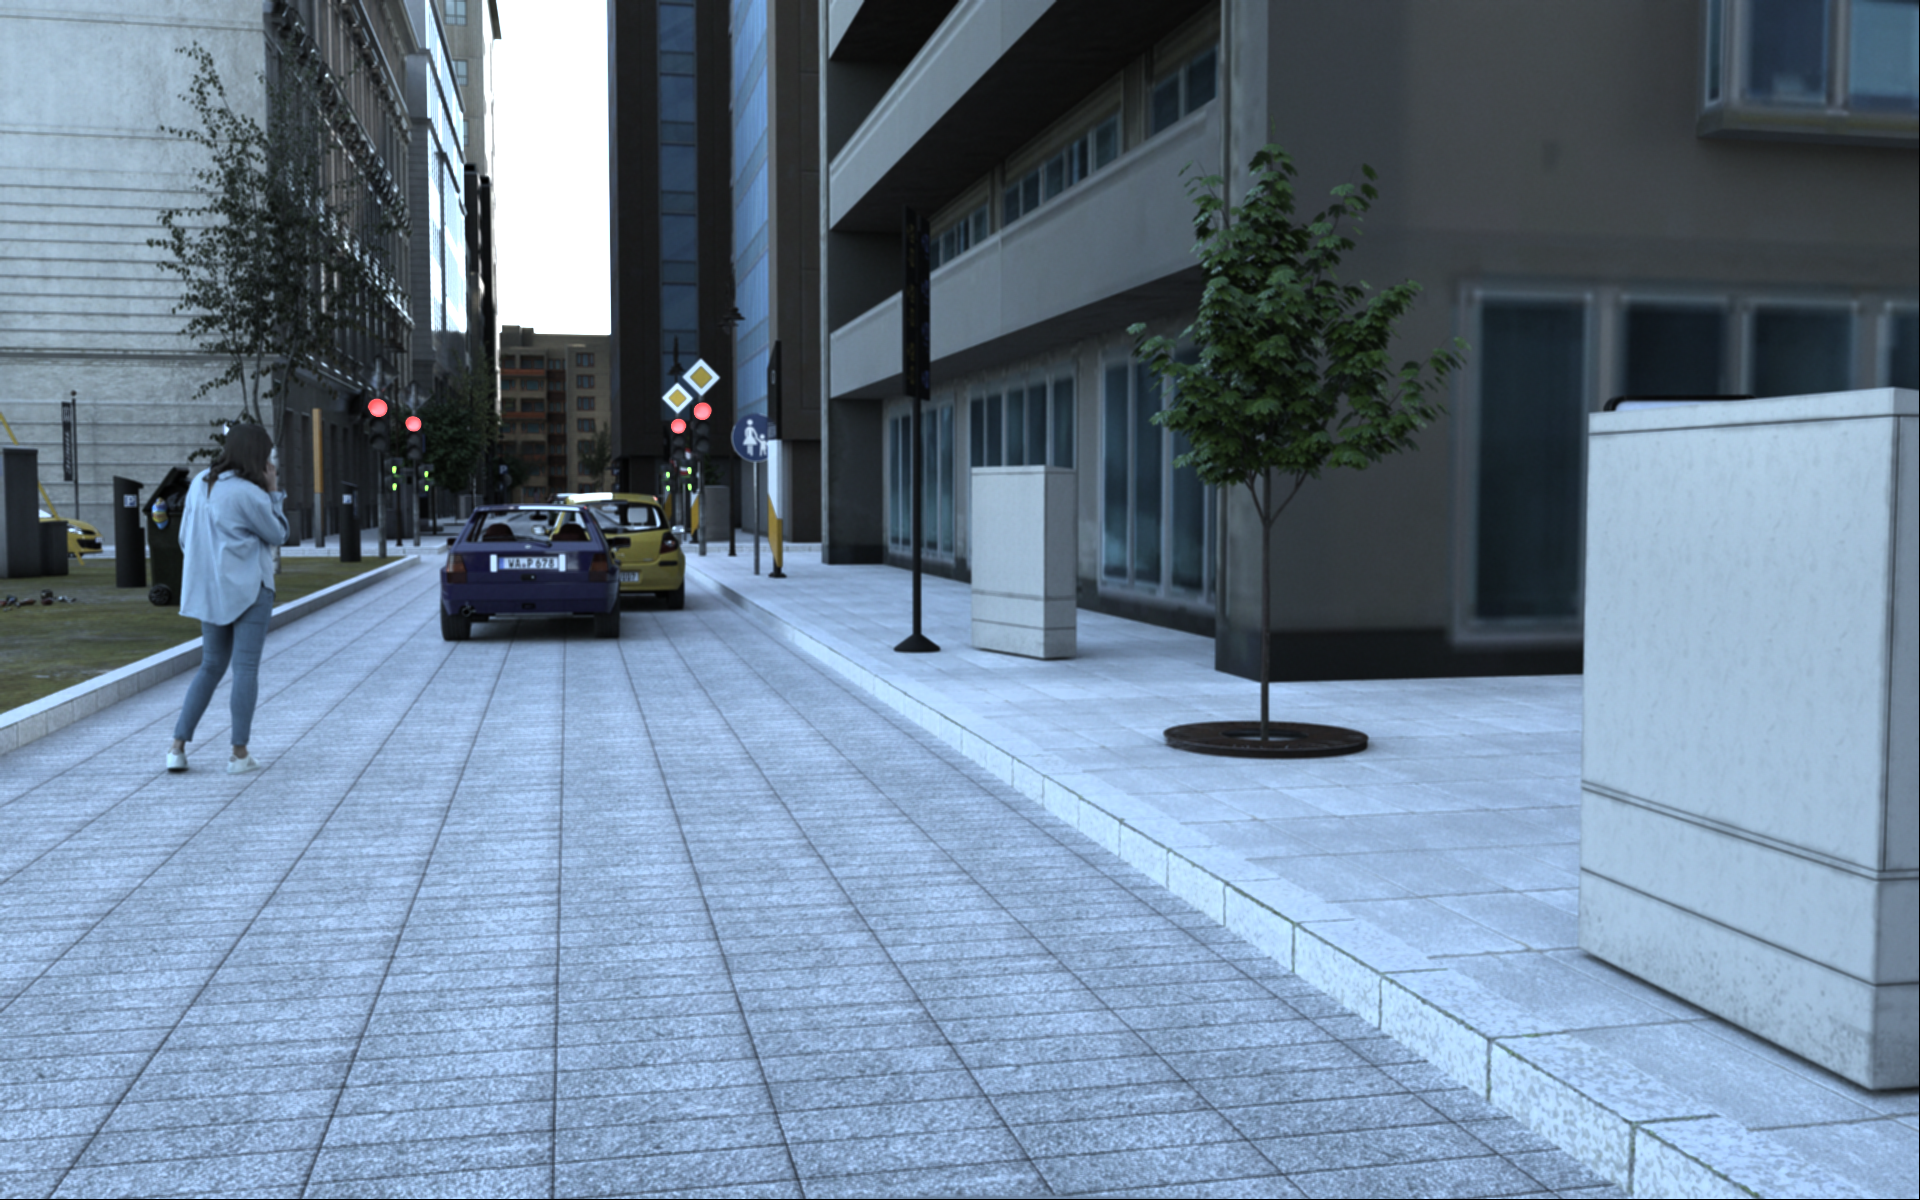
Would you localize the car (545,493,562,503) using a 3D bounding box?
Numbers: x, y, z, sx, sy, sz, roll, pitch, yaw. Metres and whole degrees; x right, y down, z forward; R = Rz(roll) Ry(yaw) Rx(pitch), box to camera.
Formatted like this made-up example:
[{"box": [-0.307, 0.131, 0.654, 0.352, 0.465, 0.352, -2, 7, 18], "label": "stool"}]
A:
[{"box": [-34.233, -8.472, 147.555, 2.155, 1.783, 4.494, -1, 4, -14], "label": "car"}]

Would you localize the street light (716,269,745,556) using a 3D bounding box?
[{"box": [-4.715, -3.848, 35.704, 0.468, 5.910, 1.993, -1, 4, -13], "label": "street light"}]

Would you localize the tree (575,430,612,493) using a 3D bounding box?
[{"box": [-40.345, -14.837, 192.954, 4.360, 8.622, 3.978, 0, 3, 0], "label": "tree"}]

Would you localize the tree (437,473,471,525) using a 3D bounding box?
[{"box": [-20.945, -4.697, 71.397, 1.663, 3.219, 1.824, 0, 3, 0], "label": "tree"}]

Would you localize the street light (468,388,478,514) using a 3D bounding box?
[{"box": [-21.280, -6.286, 75.558, 0.468, 5.910, 1.993, -1, 4, -13], "label": "street light"}]

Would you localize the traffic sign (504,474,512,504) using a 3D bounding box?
[{"box": [-29.075, -6.782, 110.993, 0.768, 2.556, 0.104, -1, 4, -11], "label": "traffic sign"}]

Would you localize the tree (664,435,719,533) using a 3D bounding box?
[{"box": [-8.974, -3.825, 57.137, 1.663, 3.219, 1.824, 0, 3, 0], "label": "tree"}]

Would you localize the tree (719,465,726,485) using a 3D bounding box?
[{"box": [-8.876, -3.975, 59.592, 1.663, 3.219, 1.824, 0, 3, 0], "label": "tree"}]

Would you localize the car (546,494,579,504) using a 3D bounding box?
[{"box": [-18.018, -4.167, 79.925, 2.131, 1.459, 4.920, -1, 4, -11], "label": "car"}]

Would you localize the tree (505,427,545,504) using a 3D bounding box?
[{"box": [-48.067, -14.713, 190.912, 4.360, 8.622, 3.978, 0, 3, 0], "label": "tree"}]

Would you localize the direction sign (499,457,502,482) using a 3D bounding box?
[{"box": [-28.190, -6.992, 106.311, 0.379, 3.537, 0.876, -1, 4, -23], "label": "direction sign"}]

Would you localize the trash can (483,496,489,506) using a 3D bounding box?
[{"box": [-29.808, -5.905, 108.207, 0.748, 1.137, 0.748, 0, 3, 0], "label": "trash can"}]

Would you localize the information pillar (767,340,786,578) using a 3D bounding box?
[{"box": [-2.841, -2.156, 26.606, 0.183, 3.616, 0.504, -1, 4, -23], "label": "information pillar"}]

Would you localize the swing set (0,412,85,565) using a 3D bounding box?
[{"box": [-17.837, -2.073, 31.517, 2.862, 2.851, 3.119, -3, 4, -37], "label": "swing set"}]

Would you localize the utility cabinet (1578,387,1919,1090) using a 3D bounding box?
[{"box": [1.976, 0.273, 4.223, 0.318, 1.500, 1.173, -1, 4, -10], "label": "utility cabinet"}]

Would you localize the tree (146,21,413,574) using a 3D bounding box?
[{"box": [-10.980, -4.734, 27.770, 4.360, 8.622, 3.978, 0, 3, 0], "label": "tree"}]

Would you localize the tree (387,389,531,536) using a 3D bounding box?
[{"box": [-16.425, -4.306, 54.115, 4.285, 4.588, 4.351, 0, 3, 0], "label": "tree"}]

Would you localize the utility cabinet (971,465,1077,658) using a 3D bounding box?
[{"box": [0.507, -0.316, 13.838, 0.318, 1.500, 1.173, -2, 4, -28], "label": "utility cabinet"}]

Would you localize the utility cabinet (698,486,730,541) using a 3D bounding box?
[{"box": [-6.657, -2.319, 46.600, 0.318, 1.500, 1.173, 2, 4, 30], "label": "utility cabinet"}]

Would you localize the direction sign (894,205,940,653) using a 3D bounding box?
[{"box": [-0.352, -1.351, 14.083, 0.379, 3.537, 0.876, 1, 4, 11], "label": "direction sign"}]

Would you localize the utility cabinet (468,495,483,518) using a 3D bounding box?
[{"box": [-25.726, -4.916, 91.531, 1.020, 1.237, 0.306, 1, 4, 12], "label": "utility cabinet"}]

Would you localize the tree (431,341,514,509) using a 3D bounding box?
[{"box": [-23.564, -8.151, 83.626, 4.737, 8.622, 4.395, 0, 3, 0], "label": "tree"}]

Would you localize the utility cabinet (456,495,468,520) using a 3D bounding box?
[{"box": [-25.195, -4.662, 87.386, 0.306, 1.237, 1.020, -2, 4, -26], "label": "utility cabinet"}]

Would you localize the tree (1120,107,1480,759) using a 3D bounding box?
[{"box": [1.462, -0.863, 8.714, 1.663, 3.219, 1.824, 0, 3, 0], "label": "tree"}]

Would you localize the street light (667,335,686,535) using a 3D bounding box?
[{"box": [-8.255, -4.751, 50.468, 0.468, 5.910, 1.993, -1, 4, -13], "label": "street light"}]

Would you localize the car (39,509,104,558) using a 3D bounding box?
[{"box": [-20.295, -1.610, 36.549, 3.980, 1.641, 2.015, -1, 4, -11], "label": "car"}]

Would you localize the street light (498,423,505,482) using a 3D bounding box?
[{"box": [-28.680, -8.296, 108.421, 0.468, 5.910, 1.993, -1, 4, -13], "label": "street light"}]

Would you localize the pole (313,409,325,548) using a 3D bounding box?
[{"box": [-15.325, -2.908, 41.382, 0.158, 3.312, 0.155, 0, 3, 0], "label": "pole"}]

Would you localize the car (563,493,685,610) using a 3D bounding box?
[{"box": [-4.577, -0.763, 22.699, 2.015, 1.641, 3.980, -1, 4, -13], "label": "car"}]

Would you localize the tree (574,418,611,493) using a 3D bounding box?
[{"box": [-34.742, -13.240, 166.831, 4.737, 8.622, 4.395, 0, 3, 0], "label": "tree"}]

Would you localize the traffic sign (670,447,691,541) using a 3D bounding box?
[{"box": [-7.499, -2.878, 47.162, 0.768, 2.556, 0.104, 0, 4, -7], "label": "traffic sign"}]

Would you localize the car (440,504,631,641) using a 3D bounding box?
[{"box": [-4.486, -0.356, 18.403, 1.945, 1.354, 3.894, -1, 4, -11], "label": "car"}]

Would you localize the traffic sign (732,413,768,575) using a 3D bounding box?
[{"box": [-3.223, -1.671, 27.425, 0.768, 2.556, 0.104, 0, 4, -7], "label": "traffic sign"}]

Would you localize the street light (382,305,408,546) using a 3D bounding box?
[{"box": [-13.799, -4.261, 42.452, 0.468, 5.910, 1.993, -1, 4, -13], "label": "street light"}]
